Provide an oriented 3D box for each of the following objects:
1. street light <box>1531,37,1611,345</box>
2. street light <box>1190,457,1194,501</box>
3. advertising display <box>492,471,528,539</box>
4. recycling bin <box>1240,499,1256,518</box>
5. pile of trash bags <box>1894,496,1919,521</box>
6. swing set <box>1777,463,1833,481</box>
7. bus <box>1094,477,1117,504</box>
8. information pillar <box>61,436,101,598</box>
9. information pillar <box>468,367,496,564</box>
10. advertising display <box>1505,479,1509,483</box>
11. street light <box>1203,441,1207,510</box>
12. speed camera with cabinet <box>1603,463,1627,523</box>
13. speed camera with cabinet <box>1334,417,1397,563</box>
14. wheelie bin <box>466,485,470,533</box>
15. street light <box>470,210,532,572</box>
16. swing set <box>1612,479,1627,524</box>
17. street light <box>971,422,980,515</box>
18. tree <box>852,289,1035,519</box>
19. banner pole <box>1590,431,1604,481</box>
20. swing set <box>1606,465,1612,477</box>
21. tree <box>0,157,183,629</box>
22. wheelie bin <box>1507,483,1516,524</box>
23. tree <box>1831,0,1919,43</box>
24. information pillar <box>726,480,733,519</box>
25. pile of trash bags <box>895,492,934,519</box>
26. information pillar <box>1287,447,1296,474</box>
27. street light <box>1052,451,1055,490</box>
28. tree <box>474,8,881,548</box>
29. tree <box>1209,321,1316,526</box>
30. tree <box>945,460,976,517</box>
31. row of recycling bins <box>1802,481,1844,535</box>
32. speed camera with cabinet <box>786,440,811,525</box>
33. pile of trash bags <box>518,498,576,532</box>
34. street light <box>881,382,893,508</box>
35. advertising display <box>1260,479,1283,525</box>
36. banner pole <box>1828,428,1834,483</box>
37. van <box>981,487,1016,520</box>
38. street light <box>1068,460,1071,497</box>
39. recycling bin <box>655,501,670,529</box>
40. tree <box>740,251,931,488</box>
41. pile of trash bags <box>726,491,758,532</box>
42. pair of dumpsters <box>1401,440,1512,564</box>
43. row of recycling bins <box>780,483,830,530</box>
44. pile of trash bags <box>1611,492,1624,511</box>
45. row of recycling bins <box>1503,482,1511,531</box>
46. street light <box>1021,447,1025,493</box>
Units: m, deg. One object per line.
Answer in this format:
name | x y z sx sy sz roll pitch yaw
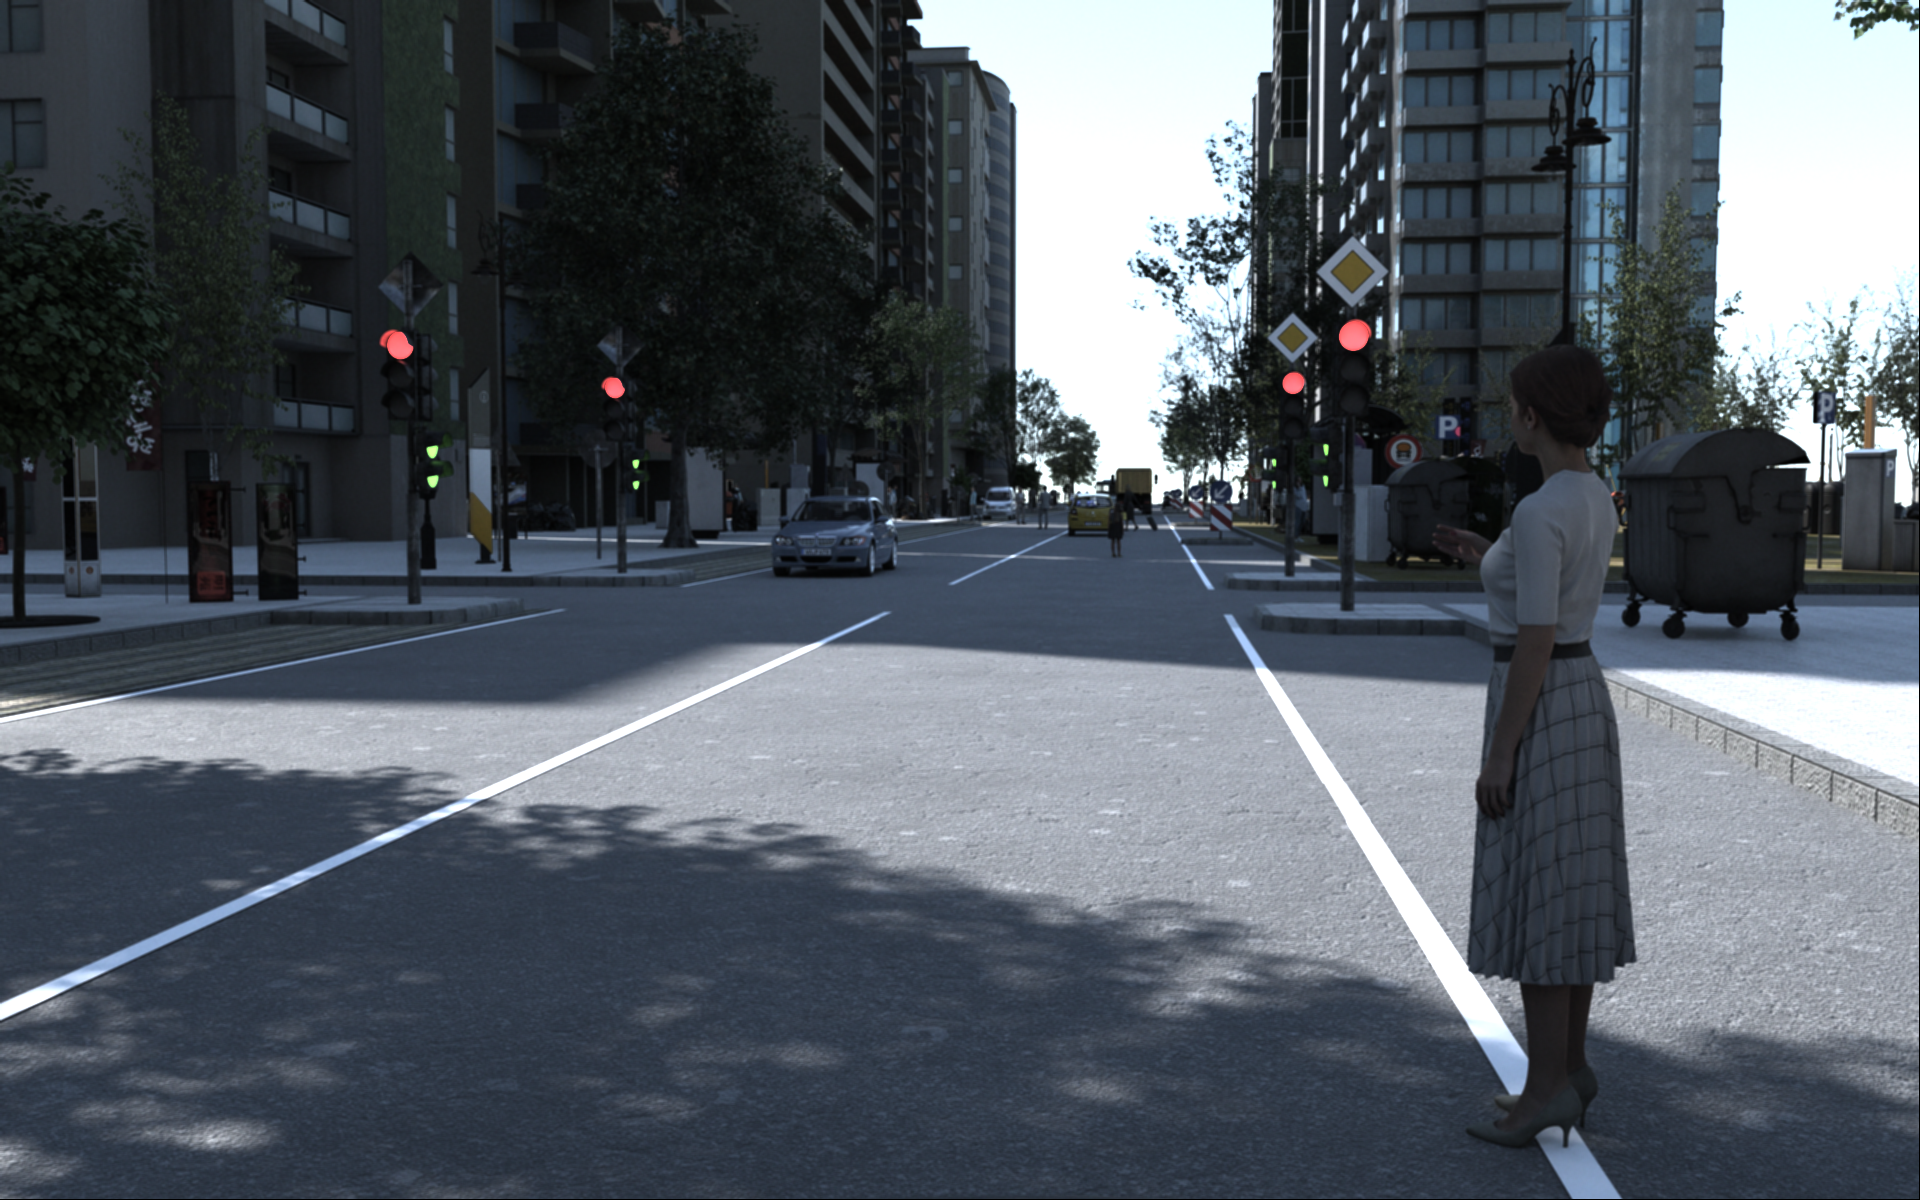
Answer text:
street light | 6.350 -2.775 18.158 0.468 5.910 1.993 0 4 6
street light | 23.721 -12.497 177.117 0.468 5.910 1.993 0 4 6
advertising display | -12.830 -2.705 49.444 0.974 1.923 0.123 0 4 -8
recycling bin | 15.807 -5.035 94.873 0.722 1.027 0.722 -2 4 -24
pile of trash bags | 25.441 -2.298 47.320 3.447 1.369 1.912 -2 4 -29
swing set | 41.954 -5.423 86.285 3.119 2.851 2.862 -1 4 -11
bus | 18.194 -13.248 211.469 2.948 3.499 13.247 1 4 8
information pillar | -10.921 -1.041 21.513 0.304 2.012 0.304 2 4 29
information pillar | -8.810 -2.476 31.833 0.183 3.616 0.504 2 4 29
advertising display | 22.817 -4.178 73.528 0.974 1.923 0.123 0 4 -6
street light | 19.410 -10.069 137.416 0.468 5.910 1.993 0 4 6
speed camera with cabinet | 32.745 -5.610 86.064 2.038 3.252 0.660 1 4 21
speed camera with cabinet | 7.712 -2.362 32.948 0.660 3.252 2.038 0 4 -6
wheelie bin | -16.188 -3.043 57.669 0.693 1.594 0.980 -3 5 -42
street light | -7.509 -3.408 28.510 0.468 5.910 1.993 0 4 6
swing set | 27.007 -4.233 66.827 2.862 2.851 3.119 2 4 28
street light | 0.921 -8.062 104.603 0.468 5.910 1.993 0 4 6
tree | -1.976 -9.922 87.987 9.928 11.665 9.643 0 3 0
banner pole | 16.586 -3.368 45.087 0.863 3.779 0.401 -3 5 -41
swing set | 33.286 -5.805 92.536 3.119 2.851 2.862 -1 4 -20
tree | -9.322 -2.034 16.975 4.285 4.588 4.351 0 3 0
wheelie bin | 16.220 -2.619 50.732 0.980 1.594 0.693 1 4 15
tree | 6.212 -5.089 8.965 9.928 11.665 9.643 0 3 0
information pillar | -12.091 -5.287 90.930 0.304 2.012 0.304 -1 4 -14
pile of trash bags | -2.238 -4.968 90.980 1.912 1.369 3.447 1 4 13
information pillar | 13.990 -4.987 72.891 0.504 3.616 0.183 3 4 37
street light | 10.119 -13.144 187.692 0.468 5.910 1.993 0 4 6
tree | -6.671 -7.589 41.095 9.611 12.733 9.660 0 3 0
tree | 12.640 -7.324 70.107 4.737 8.622 4.395 0 3 0
tree | 0.100 -6.392 99.114 1.663 3.219 1.824 0 3 0
row of recycling bins | 27.359 -2.952 55.379 1.069 1.692 3.534 0 4 4
speed camera with cabinet | -4.914 -3.571 52.726 0.660 3.252 2.038 0 4 0
pile of trash bags | -15.002 -3.041 59.478 3.447 1.369 1.912 -1 4 -21
street light | -2.999 -5.913 69.463 0.468 5.910 1.993 0 4 6
advertising display | 13.112 -4.137 72.846 0.974 1.923 0.123 0 4 5
banner pole | 32.680 -4.591 65.082 0.401 3.779 0.863 2 4 35
van | 2.197 -5.440 95.955 2.013 2.044 4.112 0 4 6
street light | 14.417 -15.577 227.467 0.468 5.910 1.993 0 4 6
recycling bin | -10.683 -3.119 63.547 0.722 1.027 0.722 3 5 39
tree | -4.843 -7.834 62.506 8.767 10.594 7.601 2 4 31
pile of trash bags | -7.910 -3.046 59.547 1.912 1.369 3.447 0 4 -5
pair of dumpsters | 9.486 -1.896 33.488 1.574 2.255 4.437 0 4 6
row of recycling bins | -5.400 -3.250 60.257 1.069 1.692 3.534 1 4 14
pile of trash bags | 26.636 -3.928 73.967 3.447 1.369 1.912 0 4 1
row of recycling bins | 13.037 -2.261 44.087 1.069 1.692 3.534 0 4 -2
street light | 5.202 -10.505 144.542 0.468 5.910 1.993 0 4 6
